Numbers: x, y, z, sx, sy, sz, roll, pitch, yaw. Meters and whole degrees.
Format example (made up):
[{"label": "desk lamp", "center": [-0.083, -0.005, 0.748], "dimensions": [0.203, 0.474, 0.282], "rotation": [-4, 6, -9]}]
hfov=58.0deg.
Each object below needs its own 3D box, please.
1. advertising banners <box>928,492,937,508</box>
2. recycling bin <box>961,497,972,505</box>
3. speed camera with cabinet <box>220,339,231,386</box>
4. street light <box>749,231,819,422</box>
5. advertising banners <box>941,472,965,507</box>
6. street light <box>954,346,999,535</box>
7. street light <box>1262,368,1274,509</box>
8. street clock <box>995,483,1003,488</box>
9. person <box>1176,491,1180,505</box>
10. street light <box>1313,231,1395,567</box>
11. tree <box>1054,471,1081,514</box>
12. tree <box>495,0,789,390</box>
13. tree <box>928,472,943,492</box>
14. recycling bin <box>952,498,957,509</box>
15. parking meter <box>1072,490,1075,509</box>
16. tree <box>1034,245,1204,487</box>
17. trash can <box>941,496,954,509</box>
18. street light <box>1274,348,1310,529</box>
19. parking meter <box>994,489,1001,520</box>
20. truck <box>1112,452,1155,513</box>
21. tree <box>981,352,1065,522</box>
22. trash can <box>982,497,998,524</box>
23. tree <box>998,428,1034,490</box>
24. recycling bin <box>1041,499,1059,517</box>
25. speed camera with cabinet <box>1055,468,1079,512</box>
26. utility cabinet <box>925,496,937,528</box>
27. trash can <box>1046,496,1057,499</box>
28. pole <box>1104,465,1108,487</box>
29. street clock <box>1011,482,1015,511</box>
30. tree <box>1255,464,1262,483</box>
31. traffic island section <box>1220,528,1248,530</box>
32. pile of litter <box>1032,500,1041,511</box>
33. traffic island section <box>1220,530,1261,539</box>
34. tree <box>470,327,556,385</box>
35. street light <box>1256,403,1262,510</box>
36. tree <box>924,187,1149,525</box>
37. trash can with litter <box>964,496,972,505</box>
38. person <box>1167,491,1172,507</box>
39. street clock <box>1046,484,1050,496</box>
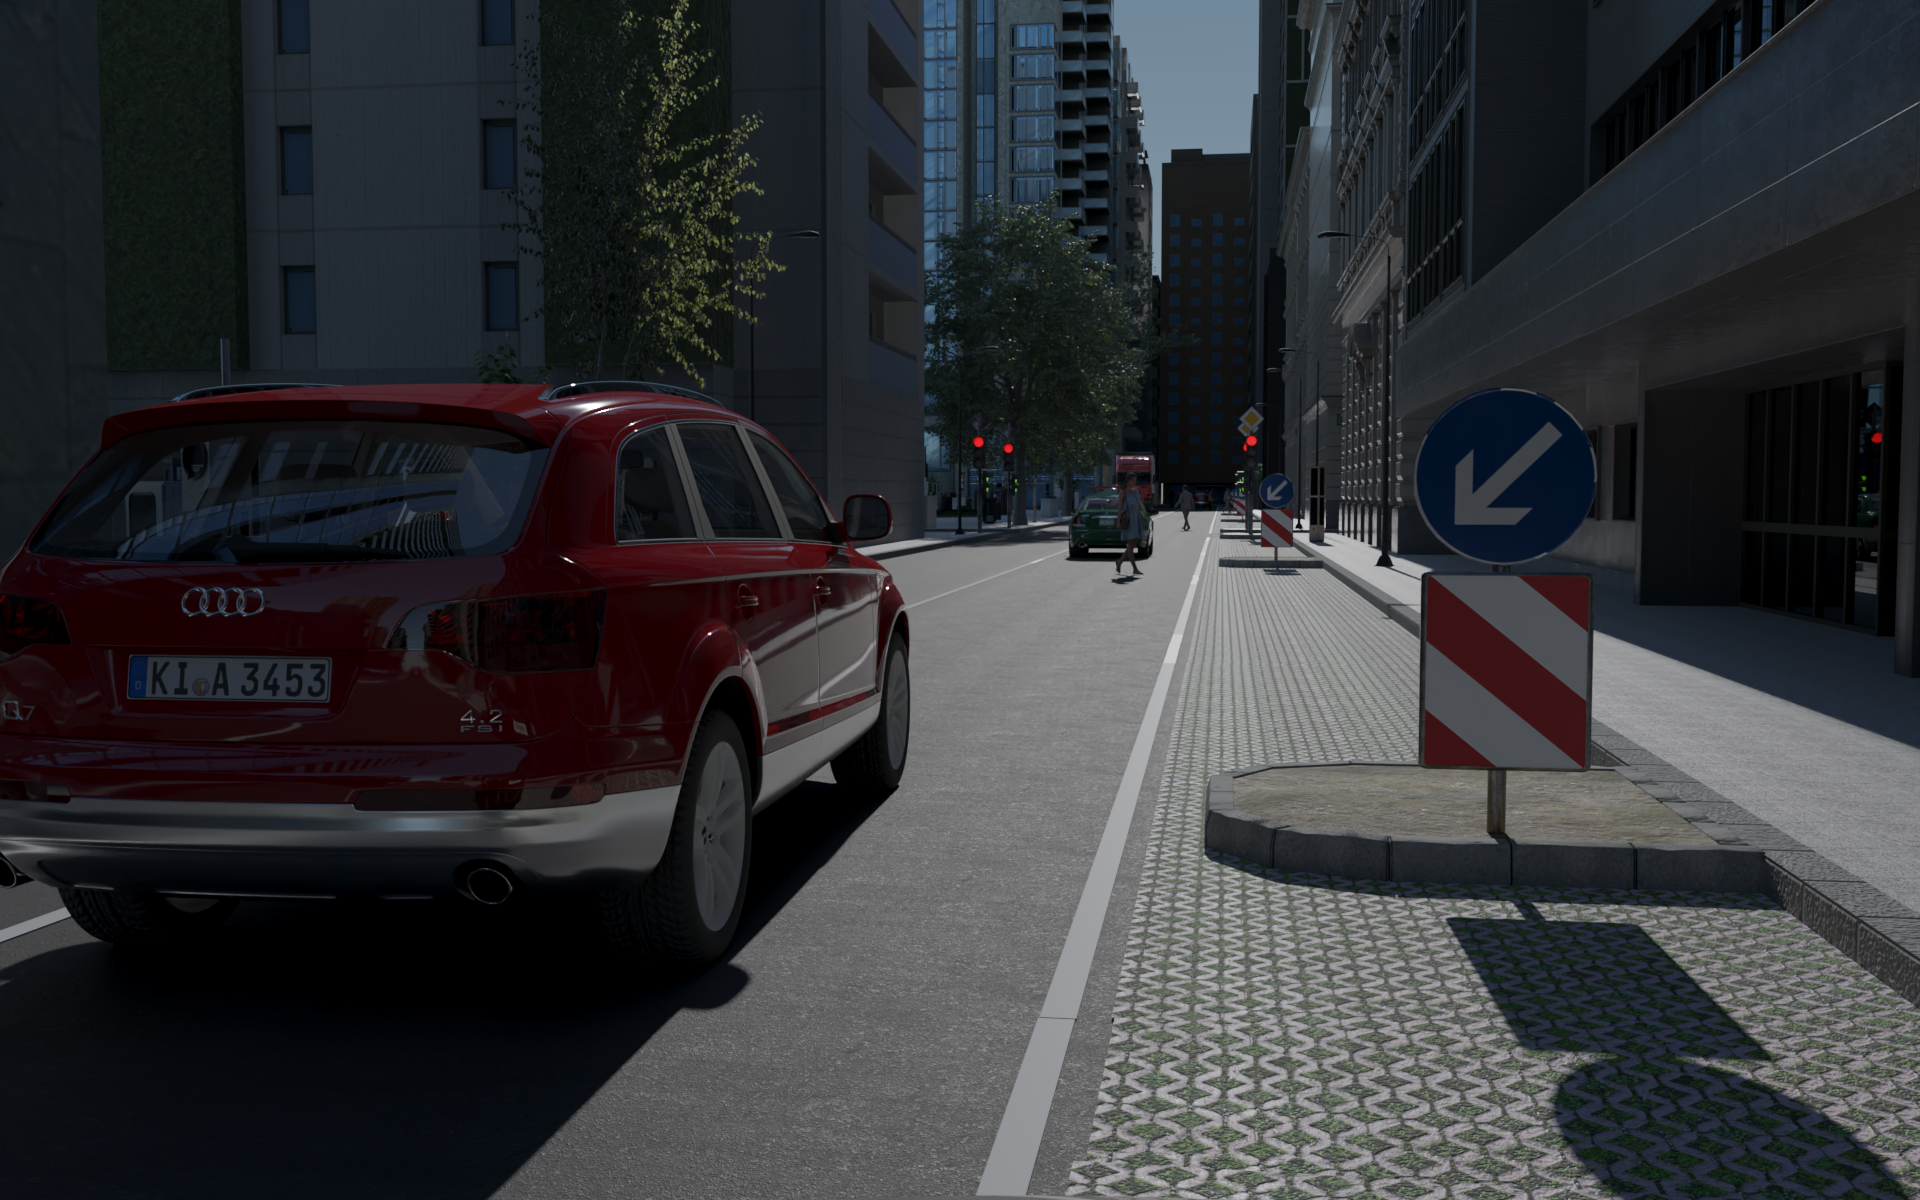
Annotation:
[{"label": "advertising banners", "center": [-2.315, -6.316, 99.450], "dimensions": [2.074, 3.025, 0.090], "rotation": [1, 4, 22]}, {"label": "recycling bin", "center": [0.540, -7.744, 139.176], "dimensions": [0.722, 1.027, 0.722], "rotation": [1, 4, 20]}, {"label": "speed camera with cabinet", "center": [-10.020, -1.716, 22.395], "dimensions": [2.038, 3.252, 0.660], "rotation": [3, 4, 36]}, {"label": "street light", "center": [-3.174, -3.563, 30.793], "dimensions": [1.470, 5.913, 1.316], "rotation": [1, 4, 9]}, {"label": "advertising banners", "center": [-0.572, -8.659, 137.764], "dimensions": [2.074, 3.025, 0.090], "rotation": [-1, 4, -13]}, {"label": "street light", "center": [0.528, -5.025, 54.697], "dimensions": [1.470, 5.913, 1.316], "rotation": [1, 4, 9]}, {"label": "street light", "center": [12.032, -5.600, 64.104], "dimensions": [1.470, 5.913, 1.316], "rotation": [1, 4, 9]}, {"label": "street clock", "center": [2.567, -6.689, 113.933], "dimensions": [0.471, 2.002, 0.358], "rotation": [-3, 5, -41]}, {"label": "person", "center": [26.240, -12.241, 209.171], "dimensions": [0.617, 1.759, 0.750], "rotation": [3, 4, 37]}, {"label": "street light", "center": [7.013, -3.557, 30.698], "dimensions": [1.470, 5.913, 1.316], "rotation": [1, 4, 9]}, {"label": "tree", "center": [6.989, -7.121, 111.027], "dimensions": [1.663, 3.219, 1.824], "rotation": [0, 3, 0]}, {"label": "tree", "center": [-4.848, -4.576, 25.183], "dimensions": [4.360, 8.622, 3.978], "rotation": [0, 3, 0]}, {"label": "tree", "center": [-2.363, -8.879, 139.774], "dimensions": [1.663, 3.219, 1.824], "rotation": [0, 3, 0]}, {"label": "recycling bin", "center": [-0.572, -6.487, 118.609], "dimensions": [0.722, 1.027, 0.722], "rotation": [0, 4, -2]}, {"label": "parking meter", "center": [6.629, -5.783, 102.960], "dimensions": [0.372, 1.533, 0.369], "rotation": [0, 3, 0]}, {"label": "tree", "center": [11.639, -16.836, 131.161], "dimensions": [12.611, 20.169, 13.585], "rotation": [0, 3, 0]}, {"label": "trash can", "center": [-0.761, -5.681, 104.536], "dimensions": [0.748, 1.137, 0.748], "rotation": [0, 3, 0]}, {"label": "street light", "center": [10.853, -5.061, 55.287], "dimensions": [1.470, 5.913, 1.316], "rotation": [1, 4, 9]}, {"label": "parking meter", "center": [1.860, -4.733, 85.795], "dimensions": [0.372, 1.533, 0.369], "rotation": [0, 3, 0]}, {"label": "truck", "center": [11.922, -7.884, 117.818], "dimensions": [2.839, 4.237, 11.283], "rotation": [0, 4, 7]}, {"label": "tree", "center": [3.263, -7.888, 79.329], "dimensions": [4.737, 8.622, 4.395], "rotation": [0, 3, 0]}, {"label": "trash can", "center": [1.266, -3.872, 74.957], "dimensions": [0.748, 1.137, 0.748], "rotation": [0, 3, 0]}, {"label": "tree", "center": [4.503, -10.294, 118.671], "dimensions": [4.360, 8.622, 3.978], "rotation": [0, 3, 0]}, {"label": "recycling bin", "center": [4.939, -5.065, 95.371], "dimensions": [0.722, 1.027, 0.722], "rotation": [3, 5, 43]}, {"label": "speed camera with cabinet", "center": [7.572, -7.868, 122.983], "dimensions": [0.660, 3.252, 2.038], "rotation": [3, 5, 43]}, {"label": "utility cabinet", "center": [-1.202, -3.320, 65.445], "dimensions": [0.306, 1.237, 1.020], "rotation": [1, 4, 20]}, {"label": "trash can", "center": [6.043, -6.296, 114.588], "dimensions": [0.748, 1.137, 0.748], "rotation": [0, 3, 0]}, {"label": "pole", "center": [9.838, -7.517, 116.741], "dimensions": [0.158, 3.312, 0.155], "rotation": [0, 3, 0]}, {"label": "street clock", "center": [2.734, -4.970, 85.834], "dimensions": [0.471, 2.002, 0.358], "rotation": [0, 4, 2]}, {"label": "tree", "center": [25.410, -9.594, 140.568], "dimensions": [4.285, 4.588, 4.351], "rotation": [0, 3, 0]}, {"label": "traffic island section", "center": [10.567, -2.529, 63.635], "dimensions": [2.009, 0.180, 2.903], "rotation": [1, 4, 9]}, {"label": "pile of litter", "center": [6.428, -7.360, 134.299], "dimensions": [1.719, 0.858, 1.176], "rotation": [0, 4, 0]}, {"label": "traffic island section", "center": [9.372, -2.046, 55.739], "dimensions": [2.009, 0.180, 2.903], "rotation": [1, 4, 9]}, {"label": "tree", "center": [-5.333, -1.567, 20.222], "dimensions": [1.663, 3.219, 1.824], "rotation": [0, 3, 0]}, {"label": "street light", "center": [15.816, -7.098, 88.597], "dimensions": [1.470, 5.913, 1.316], "rotation": [1, 4, 9]}, {"label": "tree", "center": [2.387, -10.090, 71.621], "dimensions": [9.857, 13.997, 8.962], "rotation": [0, 3, 0]}, {"label": "trash can with litter", "center": [0.870, -7.525, 134.414], "dimensions": [1.055, 1.170, 0.624], "rotation": [-1, 4, -17]}, {"label": "person", "center": [23.131, -11.117, 190.273], "dimensions": [0.705, 1.822, 1.348], "rotation": [2, 4, 35]}, {"label": "street clock", "center": [6.149, -7.136, 121.236], "dimensions": [0.358, 2.002, 0.471], "rotation": [1, 4, 9]}]
